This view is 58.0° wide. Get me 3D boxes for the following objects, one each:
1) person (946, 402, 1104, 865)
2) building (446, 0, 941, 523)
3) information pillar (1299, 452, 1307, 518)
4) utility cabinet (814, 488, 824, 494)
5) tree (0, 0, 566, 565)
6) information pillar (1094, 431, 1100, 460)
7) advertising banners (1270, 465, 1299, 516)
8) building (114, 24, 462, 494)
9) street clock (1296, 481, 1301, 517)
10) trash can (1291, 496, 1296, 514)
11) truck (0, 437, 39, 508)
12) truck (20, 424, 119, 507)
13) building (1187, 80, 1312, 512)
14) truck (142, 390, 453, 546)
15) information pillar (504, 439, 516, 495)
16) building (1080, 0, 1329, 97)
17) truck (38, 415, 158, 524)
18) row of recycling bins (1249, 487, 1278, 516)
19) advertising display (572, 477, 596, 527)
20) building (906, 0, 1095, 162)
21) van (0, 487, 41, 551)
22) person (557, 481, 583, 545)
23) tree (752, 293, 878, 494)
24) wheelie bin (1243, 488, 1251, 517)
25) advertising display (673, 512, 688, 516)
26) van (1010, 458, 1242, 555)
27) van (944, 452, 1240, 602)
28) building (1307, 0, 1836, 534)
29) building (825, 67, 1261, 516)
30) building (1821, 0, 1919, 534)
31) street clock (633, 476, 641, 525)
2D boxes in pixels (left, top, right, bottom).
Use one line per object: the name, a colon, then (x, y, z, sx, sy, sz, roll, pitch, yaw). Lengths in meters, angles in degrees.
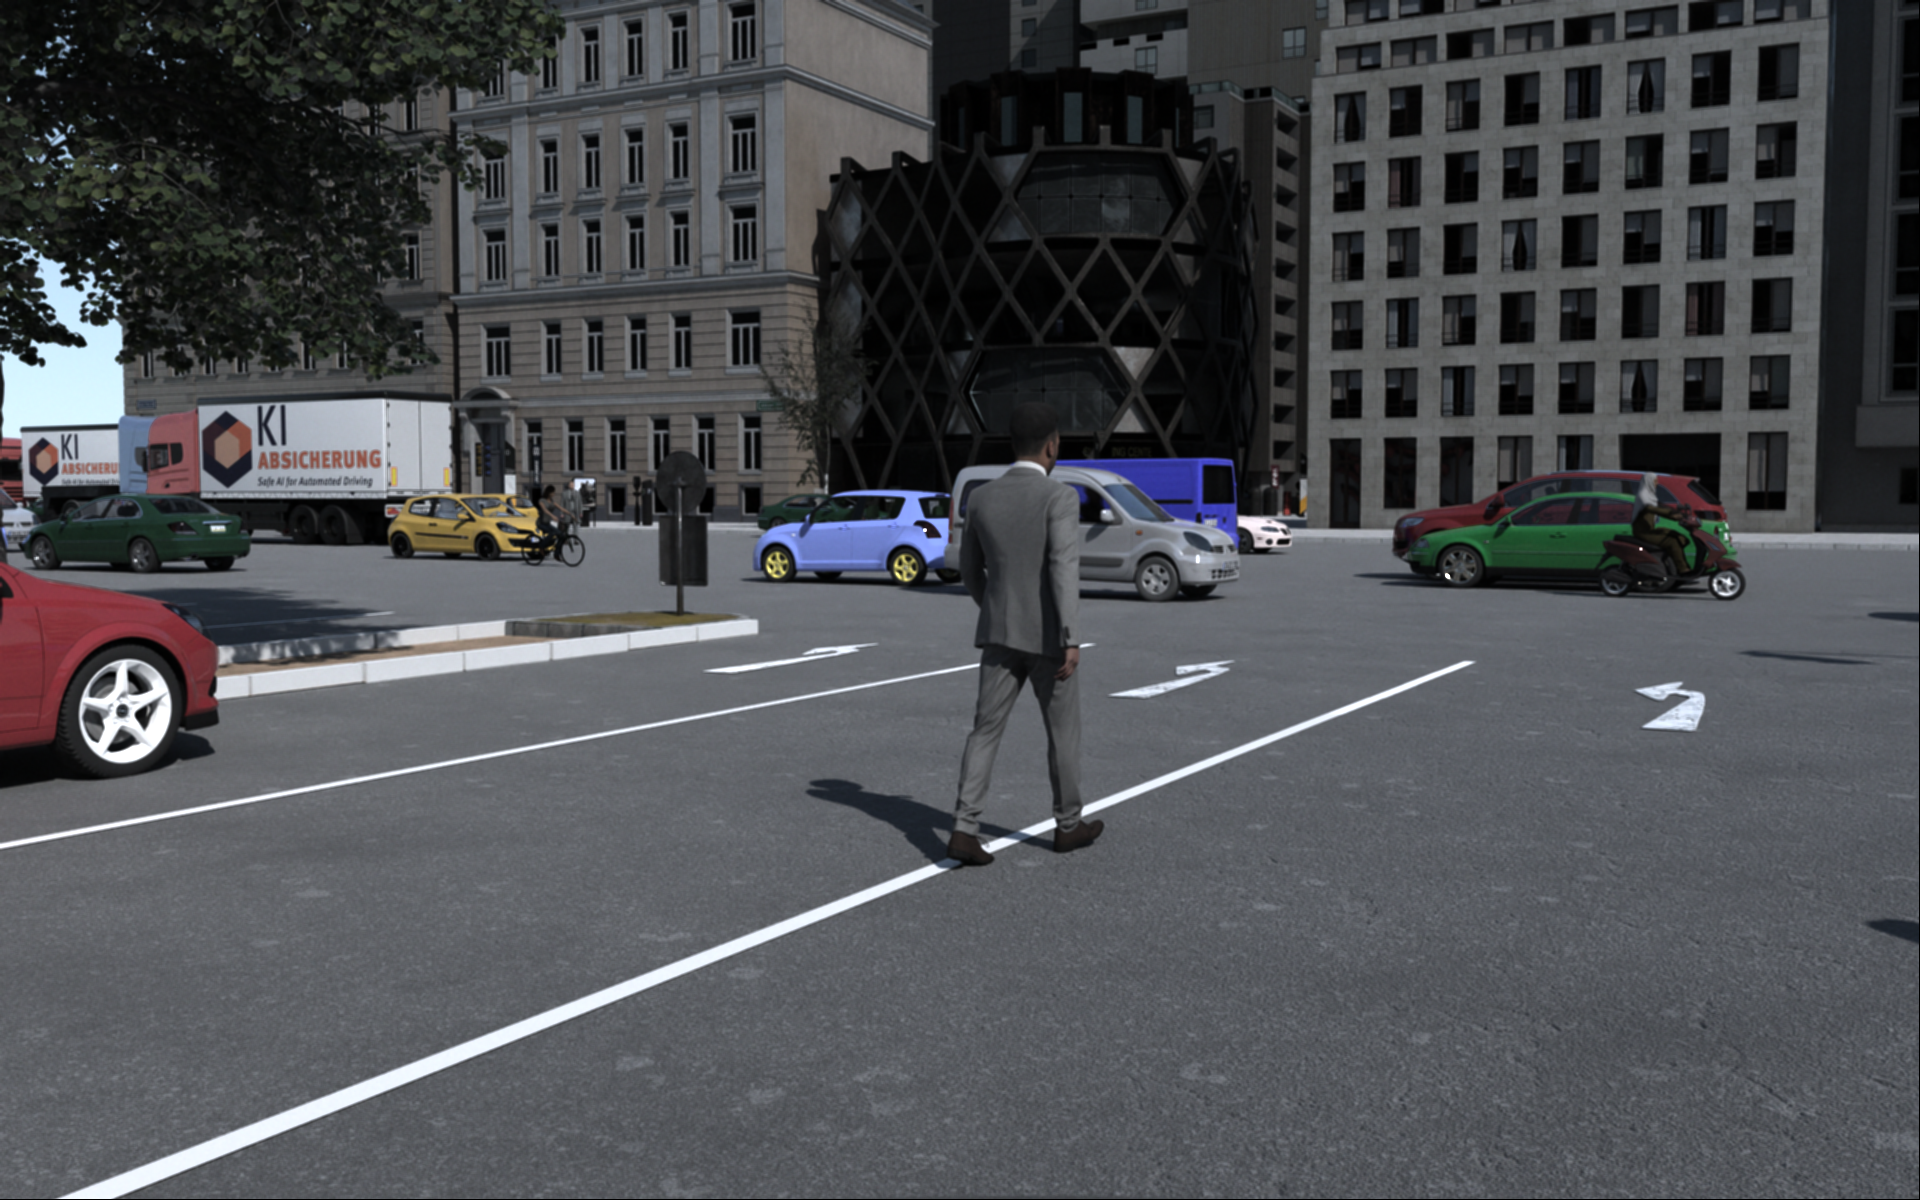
person: (0.247, 0.120, 6.810, 0.678, 1.792, 0.850, 3, 4, 36)
building: (-13.046, -18.292, 84.971, 20.117, 28.700, 13.634, 2, 4, 28)
information pillar: (18.827, -6.321, 94.697, 0.504, 3.616, 0.183, 1, 4, 20)
utility cabinet: (-5.462, -3.641, 68.204, 0.318, 1.500, 1.173, 1, 4, 9)
tree: (-6.728, -6.261, 11.482, 9.857, 13.997, 8.962, 0, 3, 0)
information pillar: (5.102, -4.489, 64.753, 0.183, 3.616, 0.504, 1, 4, 22)
advertising banners: (19.529, -6.544, 103.186, 2.074, 3.025, 0.090, 1, 4, 9)
building: (-33.344, -18.227, 95.270, 25.104, 27.353, 12.463, 2, 4, 28)
street clock: (19.337, -5.747, 98.533, 0.471, 2.002, 0.358, 1, 4, 20)
trash can: (21.136, -5.965, 109.173, 0.748, 1.137, 0.748, 0, 3, 0)
truck: (-44.283, -5.283, 75.296, 11.283, 4.237, 2.839, 2, 4, 27)
truck: (-33.721, -4.996, 70.591, 11.283, 4.237, 2.839, 2, 4, 30)
building: (17.795, -21.645, 125.594, 14.160, 30.474, 14.107, 2, 4, 28)
truck: (-19.700, -3.770, 50.545, 11.283, 4.237, 2.839, 2, 4, 30)
information pillar: (-19.268, -5.061, 74.103, 0.504, 3.616, 0.183, -2, 4, -34)
building: (25.937, -34.503, 153.365, 27.495, 52.752, 28.713, 2, 4, 28)
truck: (-33.126, -4.480, 63.000, 18.799, 4.110, 2.967, 2, 4, 30)
row of recycling bins: (16.924, -5.794, 101.846, 3.534, 1.692, 1.069, 0, 4, -4)
advertising display: (-14.552, -3.784, 67.082, 0.974, 1.923, 0.123, -3, 5, -40)
building: (5.921, -44.613, 167.678, 20.611, 71.187, 20.563, 2, 4, 28)
van: (-24.730, -2.218, 43.272, 4.112, 2.044, 2.013, 2, 4, 30)
person: (-10.989, -2.464, 48.891, 0.694, 1.812, 0.767, -2, 4, -25)
tree: (-5.117, -6.890, 63.010, 4.360, 8.622, 3.978, 0, 3, 0)
wheelie bin: (13.685, -4.652, 83.964, 0.693, 1.594, 0.980, -2, 4, -28)
advertising display: (-12.083, -4.257, 74.814, 0.974, 1.923, 0.123, 3, 4, 38)
van: (2.227, -1.608, 30.683, 5.245, 2.365, 2.240, 2, 4, 29)
van: (1.853, -1.054, 24.244, 4.112, 2.044, 2.013, 2, 4, 29)
building: (22.673, -12.794, 63.941, 16.860, 20.320, 10.420, 2, 4, 28)
building: (4.562, -12.854, 77.616, 16.811, 18.784, 16.820, 2, 4, 28)
building: (44.227, -14.391, 54.361, 30.058, 24.678, 14.314, 2, 4, 28)
street clock: (-13.189, -4.047, 70.738, 0.358, 2.002, 0.471, -1, 4, -20)
